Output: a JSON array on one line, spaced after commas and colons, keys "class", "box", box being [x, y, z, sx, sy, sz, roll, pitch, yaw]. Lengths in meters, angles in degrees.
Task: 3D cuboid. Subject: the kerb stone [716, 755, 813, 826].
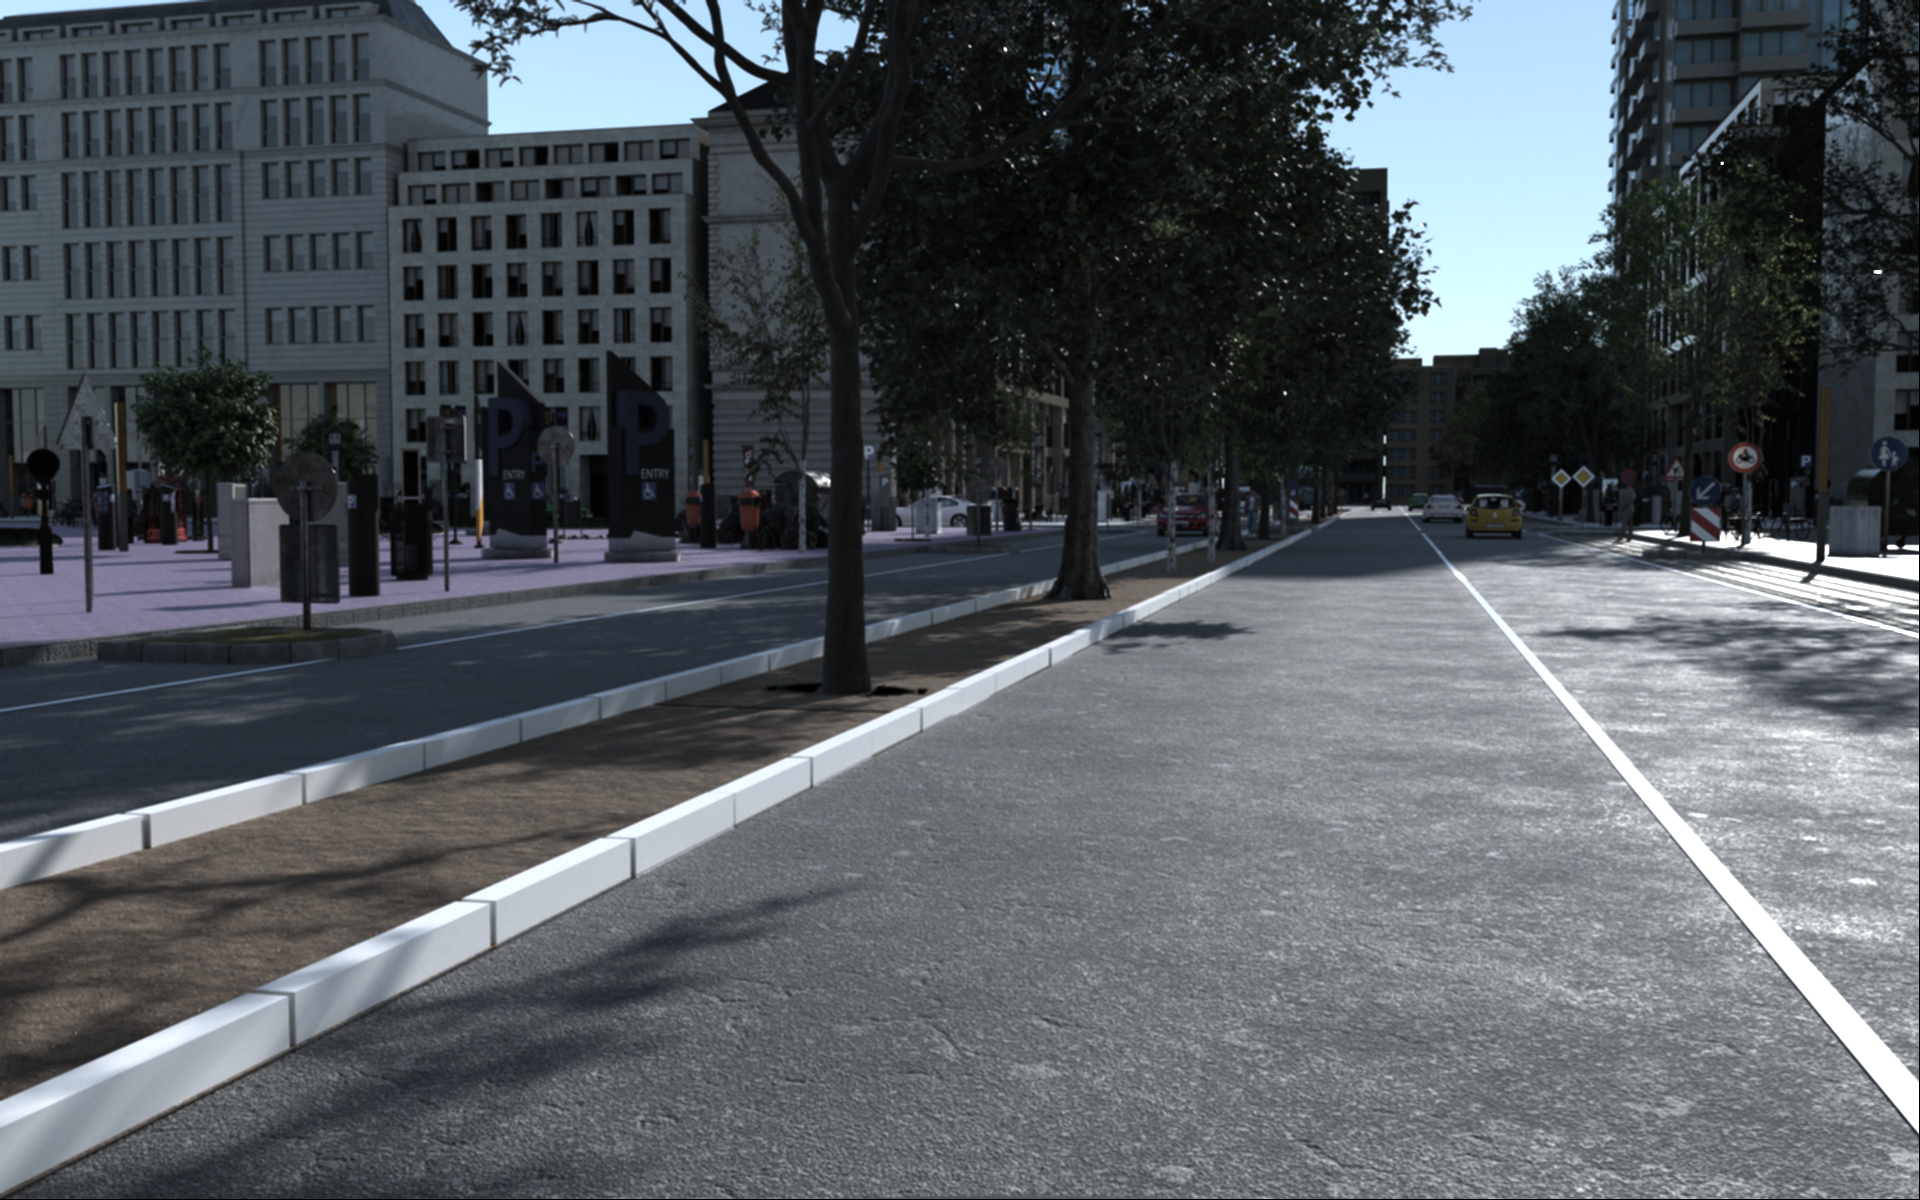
[{"class": "kerb stone", "box": [-0.906, 0.874, 7.956, 0.120, 0.150, 1.000, 1, 4, 14]}]

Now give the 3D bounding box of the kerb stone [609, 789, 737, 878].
[{"class": "kerb stone", "box": [-1.149, 0.932, 6.961, 0.120, 0.150, 1.000, 1, 4, 14]}]

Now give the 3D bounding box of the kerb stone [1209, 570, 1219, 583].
[{"class": "kerb stone", "box": [4.023, -0.347, 27.867, 0.120, 0.150, 1.000, 1, 4, 14]}]

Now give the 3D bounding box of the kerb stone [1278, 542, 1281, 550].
[{"class": "kerb stone", "box": [7.952, -1.321, 43.788, 0.120, 0.150, 1.000, 1, 4, 14]}]

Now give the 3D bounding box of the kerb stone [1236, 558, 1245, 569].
[{"class": "kerb stone", "box": [5.251, -0.651, 32.839, 0.120, 0.150, 1.000, 1, 4, 14]}]

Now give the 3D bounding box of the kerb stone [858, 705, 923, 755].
[{"class": "kerb stone", "box": [-0.416, 0.753, 9.945, 0.120, 0.150, 1.000, 1, 4, 14]}]

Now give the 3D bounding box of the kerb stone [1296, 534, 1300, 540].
[{"class": "kerb stone", "box": [10.177, -1.868, 52.750, 0.120, 0.150, 1.000, 1, 4, 14]}]

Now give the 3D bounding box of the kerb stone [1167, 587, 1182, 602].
[{"class": "kerb stone", "box": [2.782, -0.043, 22.894, 0.120, 0.150, 1.000, 1, 4, 14]}]

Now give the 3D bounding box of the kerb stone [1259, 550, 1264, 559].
[{"class": "kerb stone", "box": [6.483, -0.950, 37.807, 0.120, 0.150, 1.000, 1, 4, 14]}]

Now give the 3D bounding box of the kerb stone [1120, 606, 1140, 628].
[{"class": "kerb stone", "box": [1.805, 0.201, 18.908, 0.120, 0.150, 1.000, 1, 4, 14]}]

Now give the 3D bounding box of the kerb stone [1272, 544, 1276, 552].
[{"class": "kerb stone", "box": [7.461, -1.198, 41.795, 0.120, 0.150, 1.000, 1, 4, 14]}]

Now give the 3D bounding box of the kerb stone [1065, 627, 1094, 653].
[{"class": "kerb stone", "box": [1.064, 0.385, 15.927, 0.120, 0.150, 1.000, 1, 4, 14]}]

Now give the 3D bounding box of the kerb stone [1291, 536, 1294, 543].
[{"class": "kerb stone", "box": [9.444, -1.678, 49.752, 0.120, 0.150, 1.000, 1, 4, 14]}]

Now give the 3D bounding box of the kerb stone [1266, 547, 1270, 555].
[{"class": "kerb stone", "box": [6.980, -1.077, 39.809, 0.120, 0.150, 1.000, 1, 4, 14]}]

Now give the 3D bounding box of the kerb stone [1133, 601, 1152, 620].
[{"class": "kerb stone", "box": [2.046, 0.142, 19.901, 0.120, 0.150, 1.000, 1, 4, 14]}]

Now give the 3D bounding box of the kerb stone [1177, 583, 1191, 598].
[{"class": "kerb stone", "box": [3.033, -0.104, 23.889, 0.120, 0.150, 1.000, 1, 4, 14]}]

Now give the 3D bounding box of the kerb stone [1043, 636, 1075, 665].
[{"class": "kerb stone", "box": [0.824, 0.445, 14.929, 0.120, 0.150, 1.000, 1, 4, 14]}]

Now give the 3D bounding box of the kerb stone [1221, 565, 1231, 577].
[{"class": "kerb stone", "box": [4.515, -0.464, 29.851, 0.120, 0.150, 1.000, 1, 4, 14]}]

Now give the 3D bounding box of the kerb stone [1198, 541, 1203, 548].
[{"class": "kerb stone", "box": [6.162, -1.411, 45.278, 0.120, 0.150, 1.000, 1, 4, 14]}]

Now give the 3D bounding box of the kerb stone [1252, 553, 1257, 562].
[{"class": "kerb stone", "box": [5.992, -0.831, 35.821, 0.120, 0.150, 1.000, 1, 4, 14]}]

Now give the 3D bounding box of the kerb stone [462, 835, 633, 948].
[{"class": "kerb stone", "box": [-1.402, 0.993, 5.964, 0.120, 0.150, 1.000, 1, 4, 14]}]

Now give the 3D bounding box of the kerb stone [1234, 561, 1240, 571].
[{"class": "kerb stone", "box": [5.000, -0.584, 31.837, 0.120, 0.150, 1.000, 1, 4, 14]}]

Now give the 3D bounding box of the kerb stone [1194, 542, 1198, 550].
[{"class": "kerb stone", "box": [5.919, -1.351, 44.286, 0.120, 0.150, 1.000, 1, 4, 14]}]

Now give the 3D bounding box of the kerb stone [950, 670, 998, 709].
[{"class": "kerb stone", "box": [0.077, 0.628, 11.935, 0.120, 0.150, 1.000, 1, 4, 14]}]

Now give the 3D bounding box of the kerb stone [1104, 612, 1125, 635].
[{"class": "kerb stone", "box": [1.552, 0.264, 17.918, 0.120, 0.150, 1.000, 1, 4, 14]}]

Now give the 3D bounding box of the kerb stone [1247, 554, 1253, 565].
[{"class": "kerb stone", "box": [5.749, -0.772, 34.825, 0.120, 0.150, 1.000, 1, 4, 14]}]

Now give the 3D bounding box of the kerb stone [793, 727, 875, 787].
[{"class": "kerb stone", "box": [-0.656, 0.810, 8.951, 0.120, 0.150, 1.000, 1, 4, 14]}]

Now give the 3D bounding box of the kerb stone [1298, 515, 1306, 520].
[{"class": "kerb stone", "box": [19.863, -4.794, 100.576, 0.120, 0.150, 1.000, 1, 4, 14]}]

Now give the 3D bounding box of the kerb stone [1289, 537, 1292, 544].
[{"class": "kerb stone", "box": [9.197, -1.621, 48.760, 0.120, 0.150, 1.000, 1, 4, 14]}]

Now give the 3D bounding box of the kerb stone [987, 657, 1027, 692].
[{"class": "kerb stone", "box": [0.321, 0.567, 12.930, 0.120, 0.150, 1.000, 1, 4, 14]}]

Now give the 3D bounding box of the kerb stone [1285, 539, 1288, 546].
[{"class": "kerb stone", "box": [8.703, -1.503, 46.771, 0.120, 0.150, 1.000, 1, 4, 14]}]

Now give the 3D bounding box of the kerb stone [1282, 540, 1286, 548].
[{"class": "kerb stone", "box": [8.453, -1.442, 45.778, 0.120, 0.150, 1.000, 1, 4, 14]}]

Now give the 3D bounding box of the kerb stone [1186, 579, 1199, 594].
[{"class": "kerb stone", "box": [3.281, -0.164, 24.880, 0.120, 0.150, 1.000, 1, 4, 14]}]

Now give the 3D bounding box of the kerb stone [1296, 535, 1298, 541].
[{"class": "kerb stone", "box": [9.931, -1.807, 51.758, 0.120, 0.150, 1.000, 1, 4, 14]}]

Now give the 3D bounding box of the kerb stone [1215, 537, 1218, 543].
[{"class": "kerb stone", "box": [7.157, -1.655, 49.249, 0.120, 0.150, 1.000, 1, 4, 14]}]

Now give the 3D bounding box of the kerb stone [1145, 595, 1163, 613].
[{"class": "kerb stone", "box": [2.293, 0.080, 20.900, 0.120, 0.150, 1.000, 1, 4, 14]}]

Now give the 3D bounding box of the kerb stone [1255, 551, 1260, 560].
[{"class": "kerb stone", "box": [6.232, -0.894, 36.815, 0.120, 0.150, 1.000, 1, 4, 14]}]

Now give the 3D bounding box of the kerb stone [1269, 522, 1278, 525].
[{"class": "kerb stone", "box": [13.691, -3.265, 75.654, 0.120, 0.150, 1.000, 1, 4, 14]}]

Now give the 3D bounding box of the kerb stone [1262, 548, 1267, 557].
[{"class": "kerb stone", "box": [6.728, -1.016, 38.815, 0.120, 0.150, 1.000, 1, 4, 14]}]

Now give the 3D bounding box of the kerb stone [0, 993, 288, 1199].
[{"class": "kerb stone", "box": [-1.900, 1.120, 3.975, 0.120, 0.150, 1.000, 1, 4, 14]}]

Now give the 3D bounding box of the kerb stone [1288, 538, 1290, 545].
[{"class": "kerb stone", "box": [8.951, -1.564, 47.768, 0.120, 0.150, 1.000, 1, 4, 14]}]

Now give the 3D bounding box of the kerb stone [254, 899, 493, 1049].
[{"class": "kerb stone", "box": [-1.653, 1.056, 4.967, 0.120, 0.150, 1.000, 1, 4, 14]}]

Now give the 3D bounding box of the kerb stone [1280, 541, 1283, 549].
[{"class": "kerb stone", "box": [8.208, -1.376, 44.786, 0.120, 0.150, 1.000, 1, 4, 14]}]

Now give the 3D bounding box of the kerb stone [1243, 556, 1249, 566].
[{"class": "kerb stone", "box": [5.491, -0.710, 33.833, 0.120, 0.150, 1.000, 1, 4, 14]}]

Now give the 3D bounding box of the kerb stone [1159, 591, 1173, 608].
[{"class": "kerb stone", "box": [2.536, 0.024, 21.896, 0.120, 0.150, 1.000, 1, 4, 14]}]

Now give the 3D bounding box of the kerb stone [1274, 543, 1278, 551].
[{"class": "kerb stone", "box": [7.712, -1.258, 42.795, 0.120, 0.150, 1.000, 1, 4, 14]}]

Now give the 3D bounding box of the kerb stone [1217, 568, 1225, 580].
[{"class": "kerb stone", "box": [4.267, -0.398, 28.860, 0.120, 0.150, 1.000, 1, 4, 14]}]

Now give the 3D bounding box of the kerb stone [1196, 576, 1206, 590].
[{"class": "kerb stone", "box": [3.530, -0.225, 25.872, 0.120, 0.150, 1.000, 1, 4, 14]}]

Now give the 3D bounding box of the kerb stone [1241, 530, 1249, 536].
[{"class": "kerb stone", "box": [10.103, -2.385, 61.188, 0.120, 0.150, 1.000, 1, 4, 14]}]

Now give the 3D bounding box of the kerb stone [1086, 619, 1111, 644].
[{"class": "kerb stone", "box": [1.311, 0.324, 16.919, 0.120, 0.150, 1.000, 1, 4, 14]}]

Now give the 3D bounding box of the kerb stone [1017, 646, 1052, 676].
[{"class": "kerb stone", "box": [0.564, 0.508, 13.928, 0.120, 0.150, 1.000, 1, 4, 14]}]

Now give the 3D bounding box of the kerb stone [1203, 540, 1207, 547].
[{"class": "kerb stone", "box": [6.419, -1.472, 46.268, 0.120, 0.150, 1.000, 1, 4, 14]}]

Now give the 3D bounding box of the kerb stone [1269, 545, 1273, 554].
[{"class": "kerb stone", "box": [7.227, -1.138, 40.800, 0.120, 0.150, 1.000, 1, 4, 14]}]

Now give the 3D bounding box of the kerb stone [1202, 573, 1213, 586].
[{"class": "kerb stone", "box": [3.773, -0.286, 26.867, 0.120, 0.150, 1.000, 1, 4, 14]}]

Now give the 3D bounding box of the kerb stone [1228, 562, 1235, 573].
[{"class": "kerb stone", "box": [4.753, -0.529, 30.845, 0.120, 0.150, 1.000, 1, 4, 14]}]

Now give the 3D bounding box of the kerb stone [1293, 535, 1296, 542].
[{"class": "kerb stone", "box": [9.687, -1.747, 50.754, 0.120, 0.150, 1.000, 1, 4, 14]}]

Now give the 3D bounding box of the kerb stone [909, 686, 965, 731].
[{"class": "kerb stone", "box": [-0.164, 0.692, 10.942, 0.120, 0.150, 1.000, 1, 4, 14]}]
